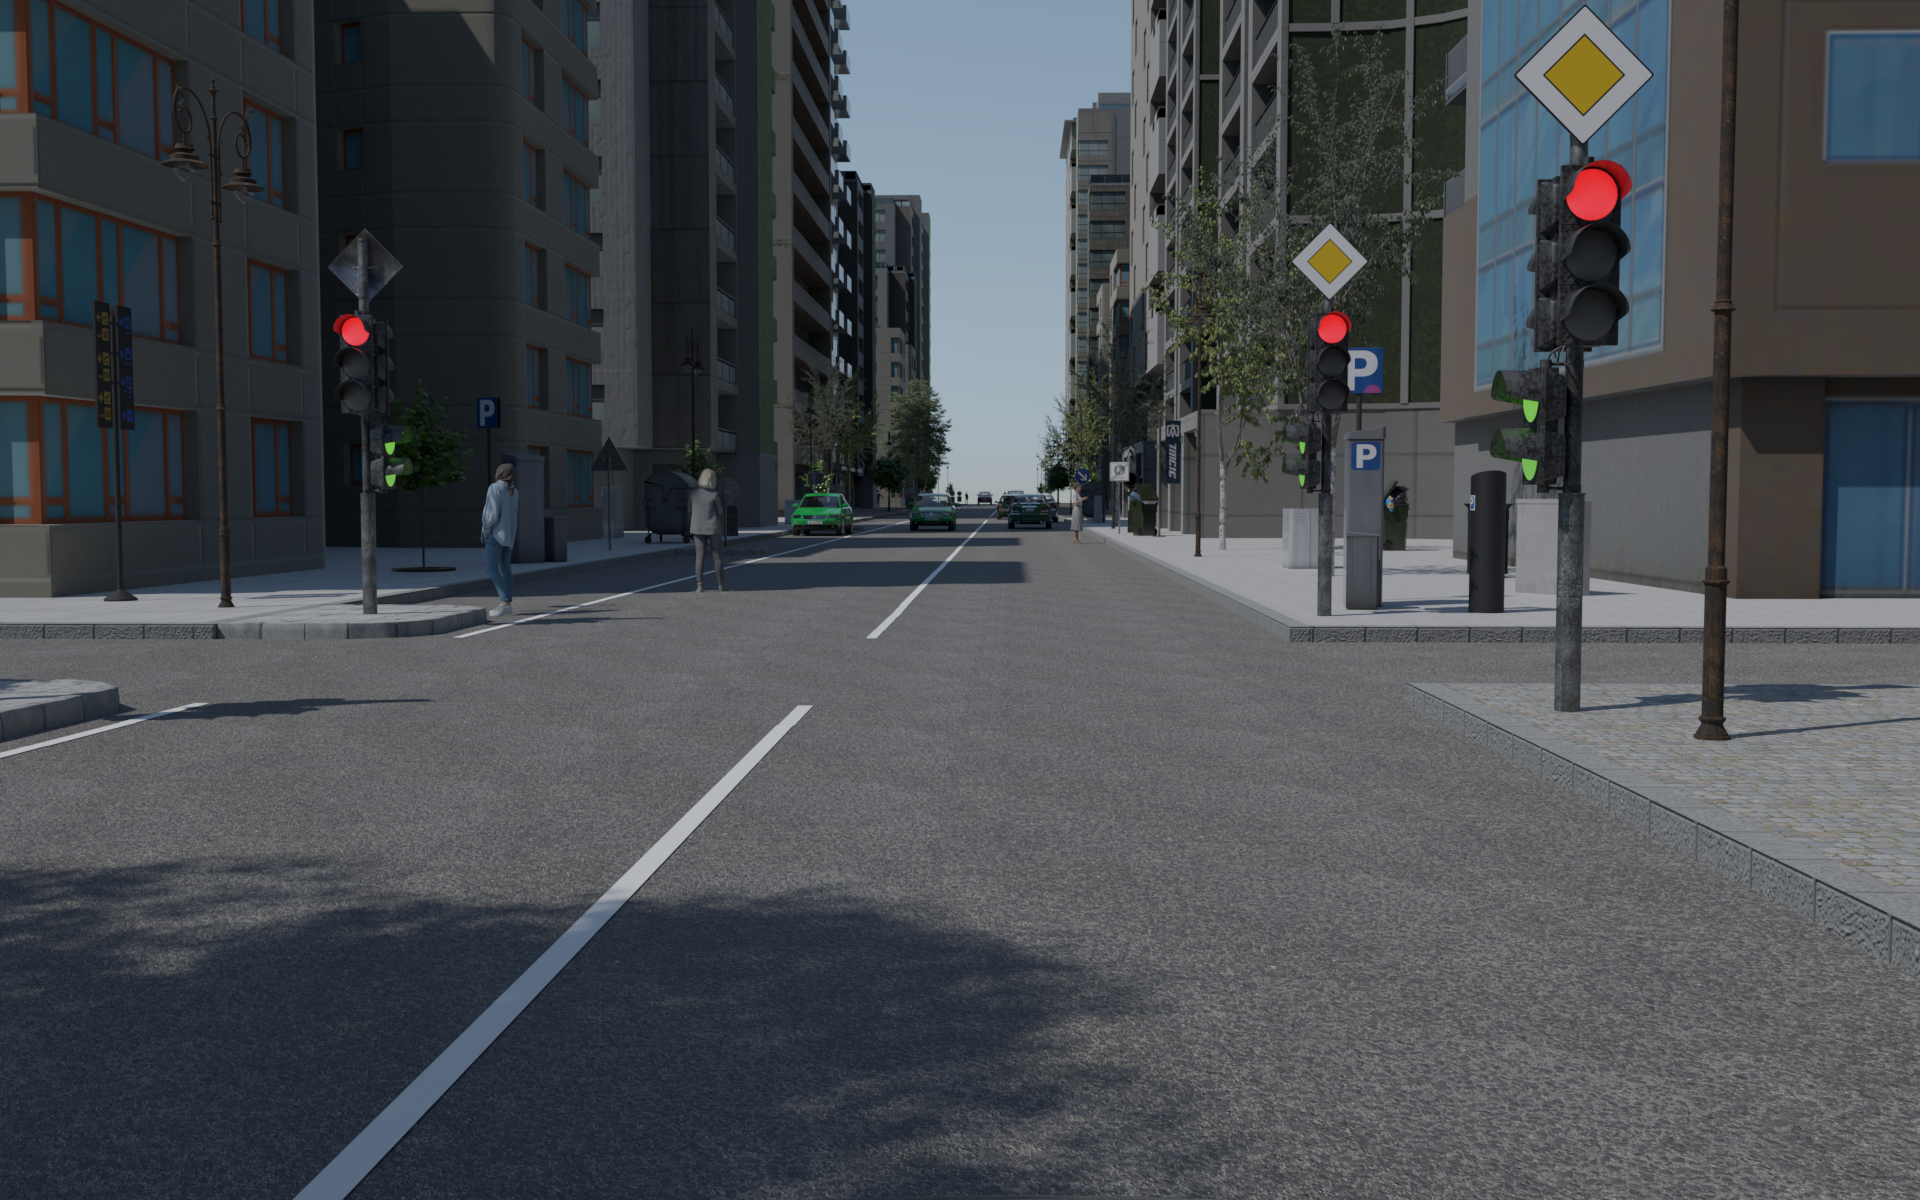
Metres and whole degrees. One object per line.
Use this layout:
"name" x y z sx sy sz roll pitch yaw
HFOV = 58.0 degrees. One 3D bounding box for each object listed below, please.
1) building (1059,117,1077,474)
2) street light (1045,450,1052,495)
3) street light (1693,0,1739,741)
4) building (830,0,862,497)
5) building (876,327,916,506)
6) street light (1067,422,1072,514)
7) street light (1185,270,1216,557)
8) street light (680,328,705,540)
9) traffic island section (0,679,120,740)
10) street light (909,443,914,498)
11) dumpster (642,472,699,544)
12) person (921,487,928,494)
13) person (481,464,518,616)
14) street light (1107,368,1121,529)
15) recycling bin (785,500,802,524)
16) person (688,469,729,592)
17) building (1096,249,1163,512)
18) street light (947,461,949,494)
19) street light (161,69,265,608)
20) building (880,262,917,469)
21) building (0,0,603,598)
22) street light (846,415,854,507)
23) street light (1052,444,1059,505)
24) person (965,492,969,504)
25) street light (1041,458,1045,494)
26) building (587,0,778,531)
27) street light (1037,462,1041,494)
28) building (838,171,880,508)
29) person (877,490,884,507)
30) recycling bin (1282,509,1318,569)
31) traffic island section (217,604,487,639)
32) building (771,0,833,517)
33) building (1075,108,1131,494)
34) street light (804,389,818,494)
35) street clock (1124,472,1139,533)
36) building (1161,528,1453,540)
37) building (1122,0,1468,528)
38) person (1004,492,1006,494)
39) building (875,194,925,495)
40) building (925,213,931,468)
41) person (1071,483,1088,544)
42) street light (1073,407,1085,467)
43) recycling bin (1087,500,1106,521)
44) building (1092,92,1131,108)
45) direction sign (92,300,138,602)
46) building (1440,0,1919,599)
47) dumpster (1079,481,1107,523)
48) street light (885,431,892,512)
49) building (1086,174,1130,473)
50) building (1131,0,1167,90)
"building" 28.281 -39.664 237.739 28.713 52.752 27.495 0 4 2
"street light" 8.868 -12.021 169.331 0.468 5.910 1.993 0 4 2
"street light" 3.944 -2.209 8.906 0.468 5.910 1.993 0 4 2
"building" -20.127 -31.323 131.747 23.786 49.044 30.456 0 4 2
"building" -19.614 -21.415 195.181 27.650 21.520 28.899 0 4 2
"street light" 7.166 -8.496 111.692 0.468 5.910 1.993 0 4 2
"street light" 4.874 -3.823 35.293 0.468 5.910 1.993 0 4 2
"street light" -7.440 -4.621 48.336 0.468 5.910 1.993 0 4 2
"traffic island section" -6.573 0.717 10.561 2.009 0.180 2.903 0 4 2
"street light" -4.216 -10.996 152.567 0.468 5.910 1.993 0 4 2
"dumpster" -7.560 -2.427 45.442 1.264 1.857 1.865 0 4 2
"person" -1.685 -4.528 82.874 0.623 1.781 0.721 -2 4 -27
"person" -5.431 -0.720 20.539 0.793 1.790 0.793 -1 4 -16
"street light" 5.664 -5.568 63.818 0.468 5.910 1.993 0 4 2
"recycling bin" -6.993 -3.747 73.824 0.722 1.027 0.722 2 4 32
"person" -3.722 -1.027 25.467 0.537 1.800 0.526 1 4 22
"building" 25.287 -17.817 136.339 27.650 21.520 28.899 0 4 2
"street light" -1.660 -16.065 235.442 0.468 5.910 1.993 0 4 2
"street light" -8.308 -2.853 19.435 0.468 5.910 1.993 0 4 2
"building" -12.775 -27.198 216.394 14.160 30.474 14.107 0 4 2
"building" -24.597 -11.652 35.557 27.650 21.520 28.899 0 4 2
"street light" -6.040 -7.489 95.235 0.468 5.910 1.993 0 4 2
"street light" 7.921 -10.249 140.365 0.468 5.910 1.993 0 4 2
"person" 0.965 -14.064 238.983 0.617 1.759 0.750 -1 4 -16
"street light" 9.652 -13.622 195.508 0.468 5.910 1.993 0 4 2
"building" -14.777 -23.273 64.109 14.154 41.232 14.086 0 4 2
"street light" 10.521 -15.349 223.739 0.468 5.910 1.993 0 4 2
"building" -14.973 -23.407 154.408 14.160 30.474 14.107 0 4 2
"person" -8.250 -10.117 173.548 1.348 1.869 0.705 -1 4 -23
"recycling bin" 6.007 -1.068 30.013 0.722 1.027 0.722 0 4 0
"traffic island section" -6.331 0.229 18.542 2.009 0.180 2.903 0 4 2
"building" -19.535 -29.434 104.948 21.300 48.544 21.600 0 4 2
"building" 19.432 -30.771 186.702 14.154 41.232 14.086 0 4 2
"street light" -6.588 -6.344 76.509 0.468 5.910 1.993 0 4 2
"street clock" 5.673 -3.233 57.435 0.471 2.002 0.358 1 4 23
"building" 17.268 -37.558 52.323 20.563 71.187 20.611 0 4 2
"building" 18.683 -39.325 81.209 20.563 71.187 20.611 0 4 2
"person" 5.752 -13.013 221.925 0.551 1.740 0.621 -2 4 -26
"building" -12.421 -33.437 230.285 14.154 41.232 14.086 0 4 2
"building" -11.468 -34.324 244.790 14.154 41.232 14.086 0 4 2
"person" 3.467 -2.503 49.987 0.524 1.755 0.480 1 4 17
"street light" 6.465 -7.319 92.452 0.468 5.910 1.993 0 4 2
"recycling bin" 6.509 -4.286 82.636 0.722 1.027 0.722 -1 4 -15
"building" 25.490 -36.047 208.980 23.786 49.044 30.456 0 4 2
"direction sign" -10.097 -1.757 20.730 0.379 3.537 0.876 0 4 1
"building" 16.374 -22.996 26.103 14.200 45.320 14.600 0 4 2
"dumpster" 6.026 -4.465 78.766 1.264 1.857 1.865 0 4 2
"street light" -5.073 -9.273 124.395 0.468 5.910 1.993 0 4 2
"building" 18.592 -23.682 158.898 14.160 30.474 14.107 0 4 2
"building" 24.869 -31.682 107.241 28.713 52.752 27.495 0 4 2
